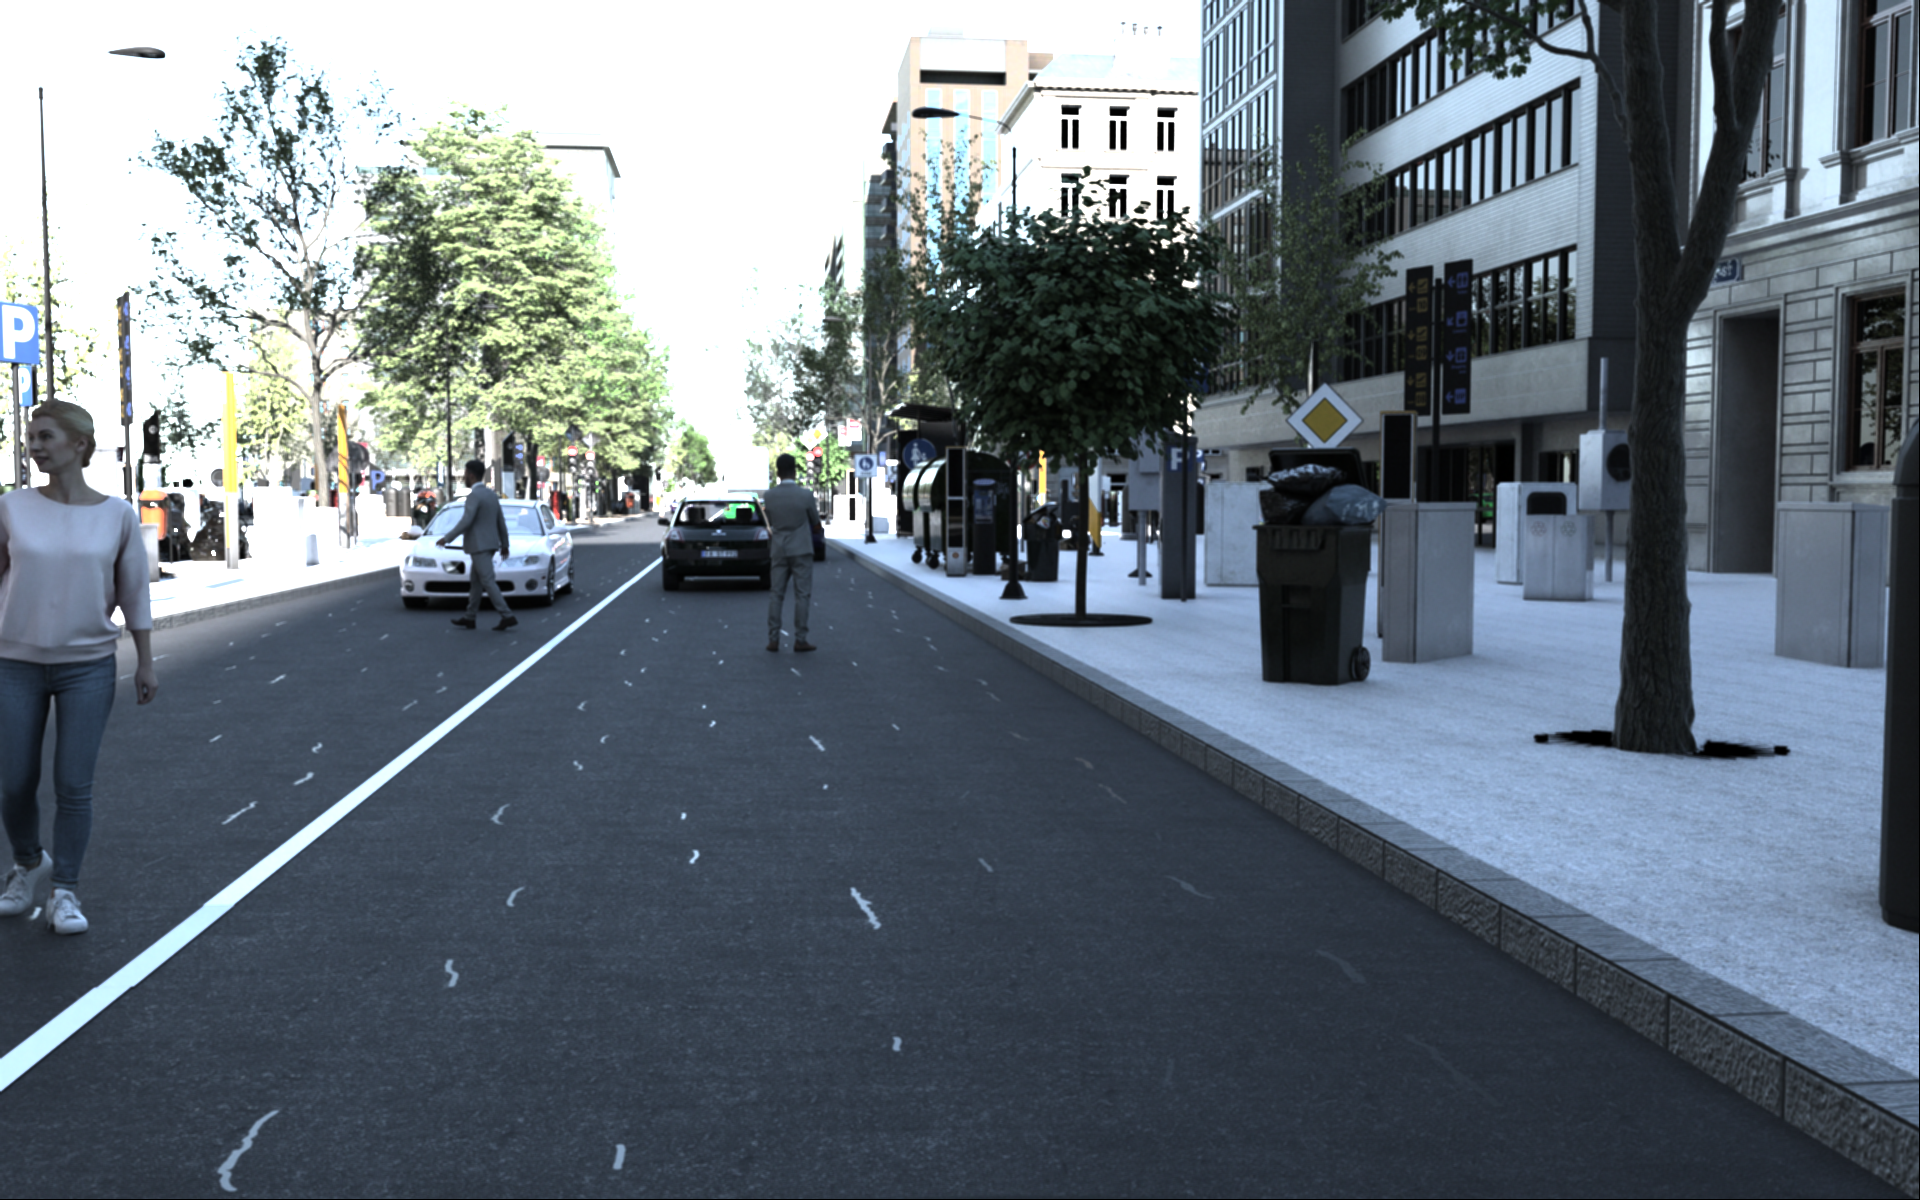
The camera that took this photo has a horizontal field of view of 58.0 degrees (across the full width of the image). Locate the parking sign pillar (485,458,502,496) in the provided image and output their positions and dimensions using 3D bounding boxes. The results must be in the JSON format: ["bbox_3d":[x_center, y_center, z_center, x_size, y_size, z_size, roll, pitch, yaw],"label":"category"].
[{"bbox_3d":[-35.622,-8.911,134.161,1.447,3.967,1.447,3,4,36],"label":"parking sign pillar"}]

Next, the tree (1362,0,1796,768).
[{"bbox_3d":[3.671,-5.058,8.449,9.928,11.665,9.643,0,3,0],"label":"tree"}]

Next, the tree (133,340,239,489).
[{"bbox_3d":[-37.417,-8.164,83.848,4.360,8.622,3.978,0,3,0],"label":"tree"}]

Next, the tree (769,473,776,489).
[{"bbox_3d":[-6.707,-6.008,81.945,4.285,4.588,4.351,0,3,0],"label":"tree"}]

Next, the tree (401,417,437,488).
[{"bbox_3d":[-44.599,-11.840,143.947,4.737,8.622,4.395,0,3,0],"label":"tree"}]

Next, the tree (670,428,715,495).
[{"bbox_3d":[-38.098,-19.001,245.083,7.601,10.594,8.767,0,4,-8],"label":"tree"}]

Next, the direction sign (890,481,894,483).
[{"bbox_3d":[-5.150,-8.037,123.395,0.876,3.537,0.379,0,4,1],"label":"direction sign"}]

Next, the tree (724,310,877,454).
[{"bbox_3d":[-10.527,-12.555,115.638,12.009,13.543,11.850,0,3,0],"label":"tree"}]

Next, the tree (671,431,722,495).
[{"bbox_3d":[-44.297,-22.821,290.122,9.611,12.733,9.660,0,3,0],"label":"tree"}]

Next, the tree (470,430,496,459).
[{"bbox_3d":[-34.583,-10.338,119.393,4.360,8.622,3.978,0,3,0],"label":"tree"}]

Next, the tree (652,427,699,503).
[{"bbox_3d":[-32.059,-14.700,190.710,4.737,8.622,4.395,0,3,0],"label":"tree"}]

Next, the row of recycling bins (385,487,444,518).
[{"bbox_3d":[-29.903,-5.368,94.880,3.534,1.692,1.069,1,4,15],"label":"row of recycling bins"}]

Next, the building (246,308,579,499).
[{"bbox_3d":[-54.046,-20.278,176.581,27.650,21.520,28.899,0,4,-7],"label":"building"}]

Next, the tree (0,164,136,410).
[{"bbox_3d":[-20.946,-5.433,39.200,4.737,8.622,4.395,0,3,0],"label":"tree"}]

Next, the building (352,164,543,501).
[{"bbox_3d":[-45.607,-23.480,155.596,14.160,30.474,14.107,0,4,-7],"label":"building"}]

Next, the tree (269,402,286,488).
[{"bbox_3d":[-46.224,-10.353,119.641,4.360,8.622,3.978,0,3,0],"label":"tree"}]

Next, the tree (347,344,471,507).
[{"bbox_3d":[-25.908,-8.028,81.613,4.360,8.622,3.978,0,3,0],"label":"tree"}]

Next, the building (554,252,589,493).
[{"bbox_3d":[-50.217,-26.099,198.412,14.160,30.474,14.107,0,4,-7],"label":"building"}]

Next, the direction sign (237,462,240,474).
[{"bbox_3d":[-50.317,-7.833,120.073,0.876,3.537,0.379,1,4,14],"label":"direction sign"}]

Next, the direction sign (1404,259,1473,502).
[{"bbox_3d":[4.712,-1.538,17.151,0.379,3.537,0.876,-2,4,-29],"label":"direction sign"}]

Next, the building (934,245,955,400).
[{"bbox_3d":[5.208,-19.460,137.263,14.460,24.649,34.723,0,4,-7],"label":"building"}]

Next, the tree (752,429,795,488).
[{"bbox_3d":[-17.220,-13.036,163.504,4.737,8.622,4.395,0,3,0],"label":"tree"}]

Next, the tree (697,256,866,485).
[{"bbox_3d":[-14.082,-17.284,138.481,12.611,20.169,13.585,0,3,0],"label":"tree"}]

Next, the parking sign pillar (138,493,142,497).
[{"bbox_3d":[-62.806,-8.812,132.540,1.447,3.967,1.447,1,4,17],"label":"parking sign pillar"}]

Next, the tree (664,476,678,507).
[{"bbox_3d":[-28.055,-10.520,166.603,1.663,3.219,1.824,0,3,0],"label":"tree"}]

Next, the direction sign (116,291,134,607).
[{"bbox_3d":[-9.485,-1.697,19.738,0.379,3.537,0.876,-2,4,-33],"label":"direction sign"}]

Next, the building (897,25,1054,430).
[{"bbox_3d":[1.407,-31.670,167.922,14.600,45.320,14.200,0,4,-7],"label":"building"}]

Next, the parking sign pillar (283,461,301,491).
[{"bbox_3d":[-52.704,-9.067,136.725,1.447,3.967,1.447,-1,4,-14],"label":"parking sign pillar"}]

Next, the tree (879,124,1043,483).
[{"bbox_3d":[0.184,-5.166,34.822,4.737,8.622,4.395,0,3,0],"label":"tree"}]

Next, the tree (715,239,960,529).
[{"bbox_3d":[-3.125,-7.893,63.467,7.601,10.594,8.767,2,4,31],"label":"tree"}]

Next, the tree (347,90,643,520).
[{"bbox_3d":[-13.318,-8.024,49.320,7.486,12.596,7.792,0,3,0],"label":"tree"}]

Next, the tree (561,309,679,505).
[{"bbox_3d":[-22.336,-12.546,111.782,9.857,13.997,8.962,0,3,0],"label":"tree"}]

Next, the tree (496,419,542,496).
[{"bbox_3d":[-36.990,-11.937,145.531,4.360,8.622,3.978,0,3,0],"label":"tree"}]

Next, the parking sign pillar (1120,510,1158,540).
[{"bbox_3d":[5.200,-3.669,48.458,1.447,3.967,1.447,1,4,11],"label":"parking sign pillar"}]

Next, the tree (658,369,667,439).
[{"bbox_3d":[-20.583,-11.174,100.818,7.486,12.596,7.792,0,3,0],"label":"tree"}]

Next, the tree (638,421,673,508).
[{"bbox_3d":[-28.555,-12.902,161.307,4.360,8.622,3.978,0,3,0],"label":"tree"}]

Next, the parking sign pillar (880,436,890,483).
[{"bbox_3d":[-3.417,-5.557,79.332,1.447,3.967,1.447,0,4,-1],"label":"parking sign pillar"}]

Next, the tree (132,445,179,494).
[{"bbox_3d":[-27.618,-3.919,58.685,1.663,3.219,1.824,0,3,0],"label":"tree"}]

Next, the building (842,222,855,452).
[{"bbox_3d":[-10.847,-35.390,262.218,14.154,41.232,14.086,0,4,-7],"label":"building"}]

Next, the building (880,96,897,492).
[{"bbox_3d":[2.760,-32.760,190.246,22.147,44.769,28.867,0,4,-7],"label":"building"}]

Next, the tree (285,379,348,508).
[{"bbox_3d":[-39.673,-9.724,109.357,4.360,8.622,3.978,0,3,0],"label":"tree"}]

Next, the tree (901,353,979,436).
[{"bbox_3d":[-1.042,-8.741,93.271,4.360,8.622,3.978,0,3,0],"label":"tree"}]

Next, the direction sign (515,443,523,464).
[{"bbox_3d":[-19.695,-5.164,76.423,0.876,3.537,0.379,0,4,3],"label":"direction sign"}]

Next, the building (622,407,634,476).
[{"bbox_3d":[-67.934,-26.837,283.818,27.650,21.520,28.899,0,4,-7],"label":"building"}]

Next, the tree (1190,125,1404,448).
[{"bbox_3d":[6.684,-5.108,33.876,4.737,8.622,4.395,0,3,0],"label":"tree"}]

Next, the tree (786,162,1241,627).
[{"bbox_3d":[1.152,-2.051,17.243,4.285,4.588,4.351,0,3,0],"label":"tree"}]

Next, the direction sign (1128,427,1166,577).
[{"bbox_3d":[2.795,-2.126,26.759,0.876,3.537,0.379,-2,4,-26],"label":"direction sign"}]

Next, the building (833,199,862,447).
[{"bbox_3d":[-8.785,-40.177,280.593,21.300,48.544,21.600,0,4,-7],"label":"building"}]

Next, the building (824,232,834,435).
[{"bbox_3d":[-12.514,-41.494,302.132,21.300,48.544,21.600,0,4,-7],"label":"building"}]

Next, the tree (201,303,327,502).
[{"bbox_3d":[-25.798,-6.999,64.791,4.737,8.622,4.395,0,3,0],"label":"tree"}]

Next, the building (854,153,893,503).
[{"bbox_3d":[-4.985,-32.257,210.993,14.154,41.232,14.086,0,4,-7],"label":"building"}]

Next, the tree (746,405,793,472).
[{"bbox_3d":[-23.483,-18.389,218.793,7.486,12.596,7.792,0,3,0],"label":"tree"}]

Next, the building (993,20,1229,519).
[{"bbox_3d":[15.146,-18.321,96.817,25.104,27.353,12.463,0,4,-7],"label":"building"}]

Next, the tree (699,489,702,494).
[{"bbox_3d":[-44.808,-21.337,299.225,4.737,8.622,4.395,0,3,0],"label":"tree"}]

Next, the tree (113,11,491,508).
[{"bbox_3d":[-13.040,-6.120,34.468,7.601,10.594,8.767,-1,4,-20],"label":"tree"}]

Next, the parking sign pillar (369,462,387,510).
[{"bbox_3d":[-48.084,-9.455,143.067,1.447,3.967,1.447,-3,5,-43],"label":"parking sign pillar"}]

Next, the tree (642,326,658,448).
[{"bbox_3d":[-18.797,-10.154,84.147,7.486,12.596,7.792,0,3,0],"label":"tree"}]

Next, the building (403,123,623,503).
[{"bbox_3d":[-64.716,-40.690,254.527,28.713,52.752,27.495,0,4,-7],"label":"building"}]
